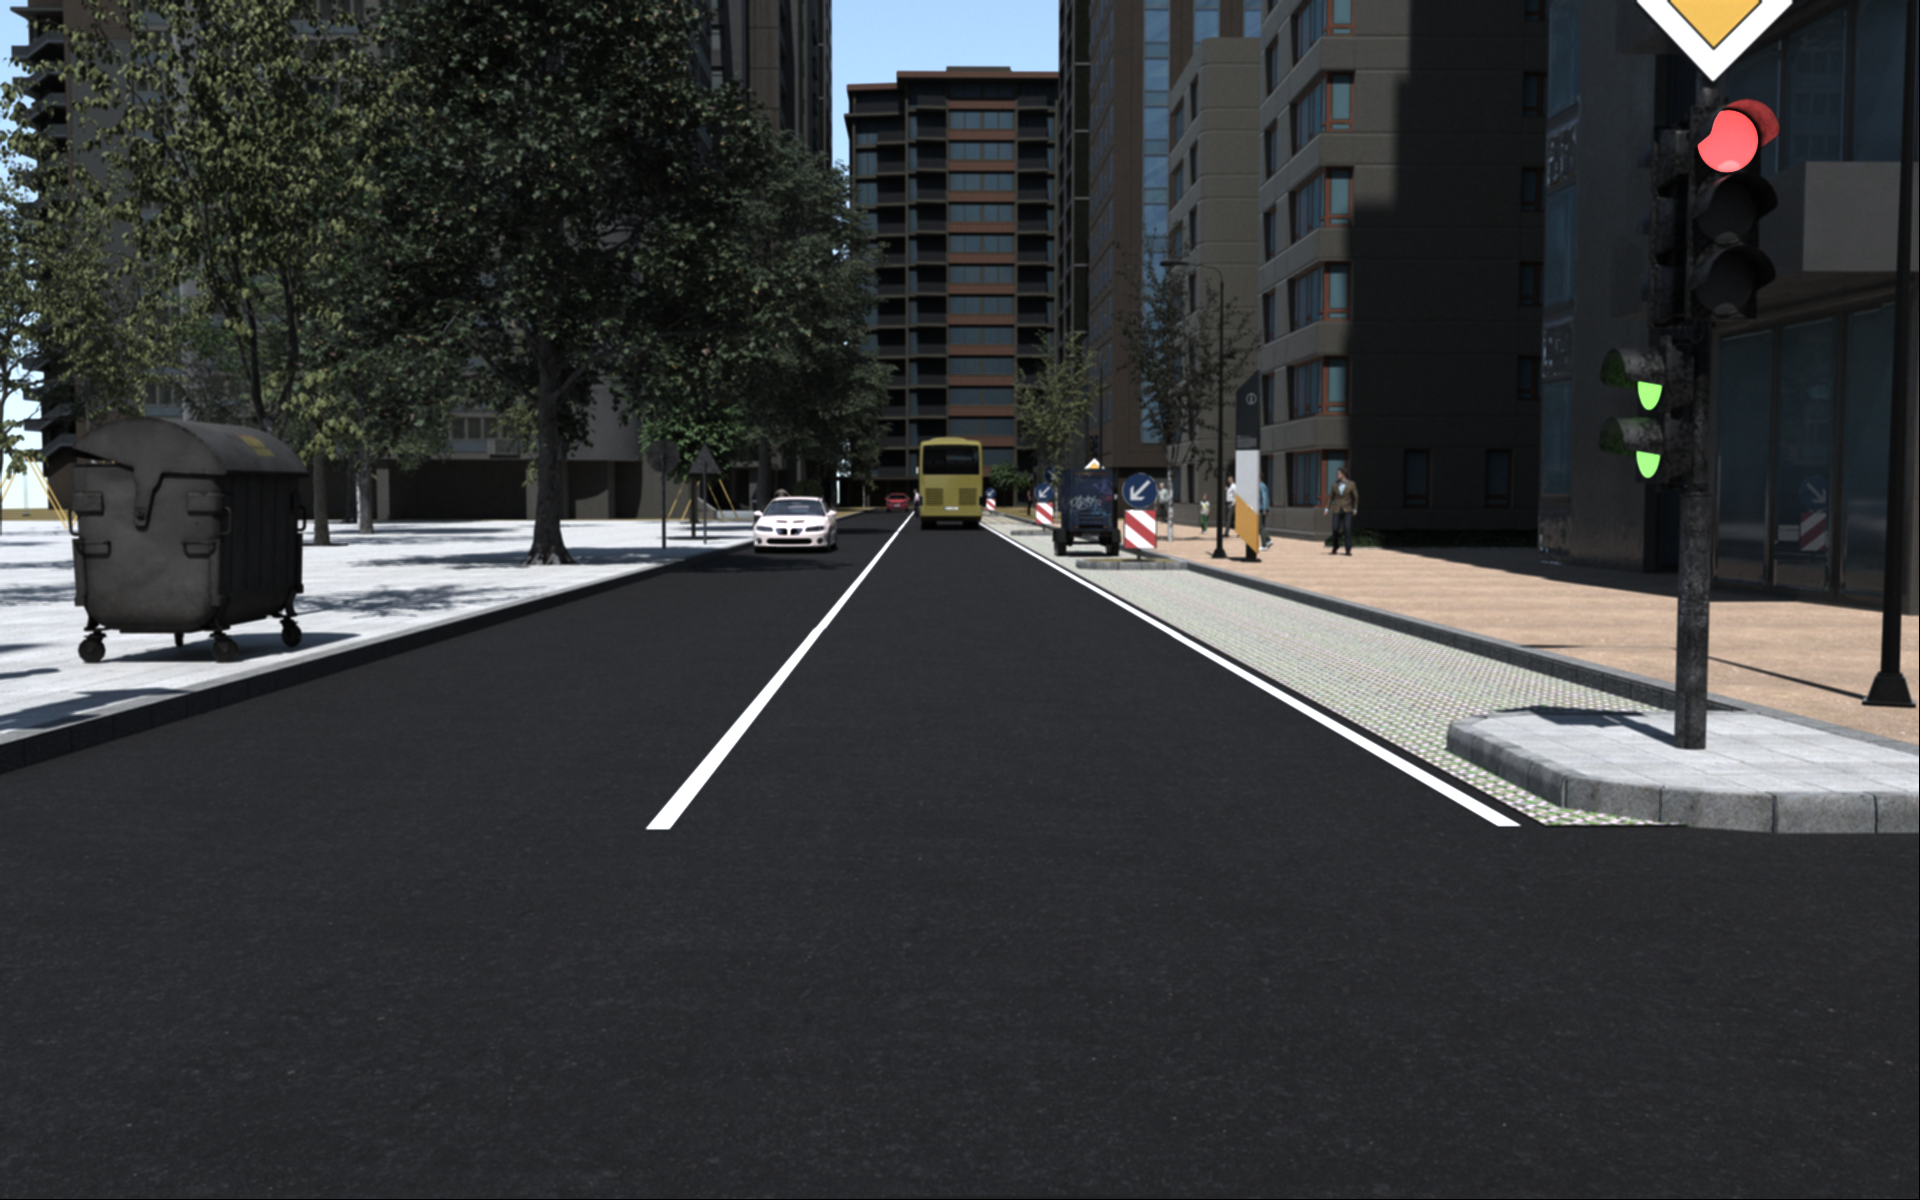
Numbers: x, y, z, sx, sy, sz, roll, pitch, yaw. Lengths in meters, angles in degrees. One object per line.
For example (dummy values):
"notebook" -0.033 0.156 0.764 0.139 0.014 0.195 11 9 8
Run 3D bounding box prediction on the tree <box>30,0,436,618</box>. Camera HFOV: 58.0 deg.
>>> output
"tree" -7.196 -4.104 17.470 4.737 8.622 4.395 0 3 0

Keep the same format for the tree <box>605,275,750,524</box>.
"tree" -11.580 -9.097 74.495 9.928 11.665 9.643 0 3 0

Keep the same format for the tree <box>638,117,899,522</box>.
"tree" -6.815 -9.399 60.335 9.857 13.997 8.962 0 3 0

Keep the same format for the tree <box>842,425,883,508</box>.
"tree" -8.884 -12.728 158.468 4.737 8.622 4.395 0 3 0

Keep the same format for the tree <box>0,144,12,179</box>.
"tree" -12.223 -4.172 18.572 4.360 8.622 3.978 0 3 0

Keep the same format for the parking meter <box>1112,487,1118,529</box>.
"parking meter" 4.999 -2.967 56.914 0.372 1.533 0.369 0 3 0

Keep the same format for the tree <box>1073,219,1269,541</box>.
"tree" 5.794 -5.875 46.423 4.360 8.622 3.978 0 3 0

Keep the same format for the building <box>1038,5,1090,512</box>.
"building" 17.561 -49.307 118.846 22.319 86.520 31.000 0 4 -1

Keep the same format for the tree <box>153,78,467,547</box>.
"tree" -15.775 -7.155 42.743 9.928 11.665 9.643 0 3 0

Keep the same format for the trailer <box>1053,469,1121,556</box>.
"trailer" 2.916 -2.065 40.818 1.471 1.999 3.904 0 4 -1

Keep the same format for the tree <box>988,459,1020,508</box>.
"tree" 4.125 -10.813 160.501 4.285 4.588 4.351 0 3 0

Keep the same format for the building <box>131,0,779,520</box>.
"building" -26.623 -24.645 94.823 32.217 40.220 23.993 0 4 -1

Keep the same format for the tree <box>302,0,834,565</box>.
"tree" -7.449 -6.998 31.423 9.611 12.733 9.660 0 3 0

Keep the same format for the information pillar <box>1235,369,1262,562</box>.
"information pillar" 5.430 -2.524 32.621 0.504 3.616 0.183 3 4 39

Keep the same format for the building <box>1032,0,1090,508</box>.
"building" 17.039 -43.256 145.493 20.563 71.187 20.611 0 4 -1

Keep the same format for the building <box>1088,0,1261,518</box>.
"building" 14.846 -27.363 97.492 14.600 45.320 14.200 0 4 -1

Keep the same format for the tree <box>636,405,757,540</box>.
"tree" -7.487 -3.999 49.098 4.285 4.588 4.351 0 3 0

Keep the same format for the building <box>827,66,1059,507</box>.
"building" 1.135 -32.160 180.437 28.867 44.769 22.147 0 4 -1

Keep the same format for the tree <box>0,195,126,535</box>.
"tree" -29.576 -7.284 53.502 7.601 10.594 8.767 -1 4 -18

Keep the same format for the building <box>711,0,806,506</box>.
"building" -17.734 -26.330 114.089 14.154 41.232 14.086 0 4 -1

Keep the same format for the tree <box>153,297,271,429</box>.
"tree" -28.502 -7.068 65.921 4.360 8.622 3.978 0 3 0

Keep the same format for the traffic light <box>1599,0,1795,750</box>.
"traffic light" 3.673 -1.206 8.645 0.839 4.253 0.868 0 4 -1

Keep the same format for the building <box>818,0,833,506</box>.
"building" -23.960 -45.278 178.539 20.611 71.187 20.563 0 4 -1

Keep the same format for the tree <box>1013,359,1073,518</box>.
"tree" 5.001 -8.779 93.896 4.360 8.622 3.978 0 3 0

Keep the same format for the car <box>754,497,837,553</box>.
"car" -4.120 -1.924 43.819 2.083 1.381 4.827 0 4 -1

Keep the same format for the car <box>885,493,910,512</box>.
"car" -5.126 -8.163 142.505 2.155 1.783 4.494 0 3 0

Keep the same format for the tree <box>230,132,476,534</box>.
"tree" -19.322 -8.383 55.190 7.486 12.596 7.792 0 3 0

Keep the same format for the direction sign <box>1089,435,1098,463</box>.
"direction sign" 5.177 -4.594 67.110 0.379 3.537 0.876 -1 4 -17

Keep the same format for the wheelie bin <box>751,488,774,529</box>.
"wheelie bin" -7.039 -3.312 62.066 0.980 1.594 0.693 3 4 38

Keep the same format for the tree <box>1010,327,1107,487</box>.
"tree" 4.296 -7.655 75.517 4.737 8.622 4.395 0 3 0

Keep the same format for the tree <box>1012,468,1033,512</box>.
"tree" 4.846 -8.065 126.462 1.663 3.219 1.824 0 3 0
